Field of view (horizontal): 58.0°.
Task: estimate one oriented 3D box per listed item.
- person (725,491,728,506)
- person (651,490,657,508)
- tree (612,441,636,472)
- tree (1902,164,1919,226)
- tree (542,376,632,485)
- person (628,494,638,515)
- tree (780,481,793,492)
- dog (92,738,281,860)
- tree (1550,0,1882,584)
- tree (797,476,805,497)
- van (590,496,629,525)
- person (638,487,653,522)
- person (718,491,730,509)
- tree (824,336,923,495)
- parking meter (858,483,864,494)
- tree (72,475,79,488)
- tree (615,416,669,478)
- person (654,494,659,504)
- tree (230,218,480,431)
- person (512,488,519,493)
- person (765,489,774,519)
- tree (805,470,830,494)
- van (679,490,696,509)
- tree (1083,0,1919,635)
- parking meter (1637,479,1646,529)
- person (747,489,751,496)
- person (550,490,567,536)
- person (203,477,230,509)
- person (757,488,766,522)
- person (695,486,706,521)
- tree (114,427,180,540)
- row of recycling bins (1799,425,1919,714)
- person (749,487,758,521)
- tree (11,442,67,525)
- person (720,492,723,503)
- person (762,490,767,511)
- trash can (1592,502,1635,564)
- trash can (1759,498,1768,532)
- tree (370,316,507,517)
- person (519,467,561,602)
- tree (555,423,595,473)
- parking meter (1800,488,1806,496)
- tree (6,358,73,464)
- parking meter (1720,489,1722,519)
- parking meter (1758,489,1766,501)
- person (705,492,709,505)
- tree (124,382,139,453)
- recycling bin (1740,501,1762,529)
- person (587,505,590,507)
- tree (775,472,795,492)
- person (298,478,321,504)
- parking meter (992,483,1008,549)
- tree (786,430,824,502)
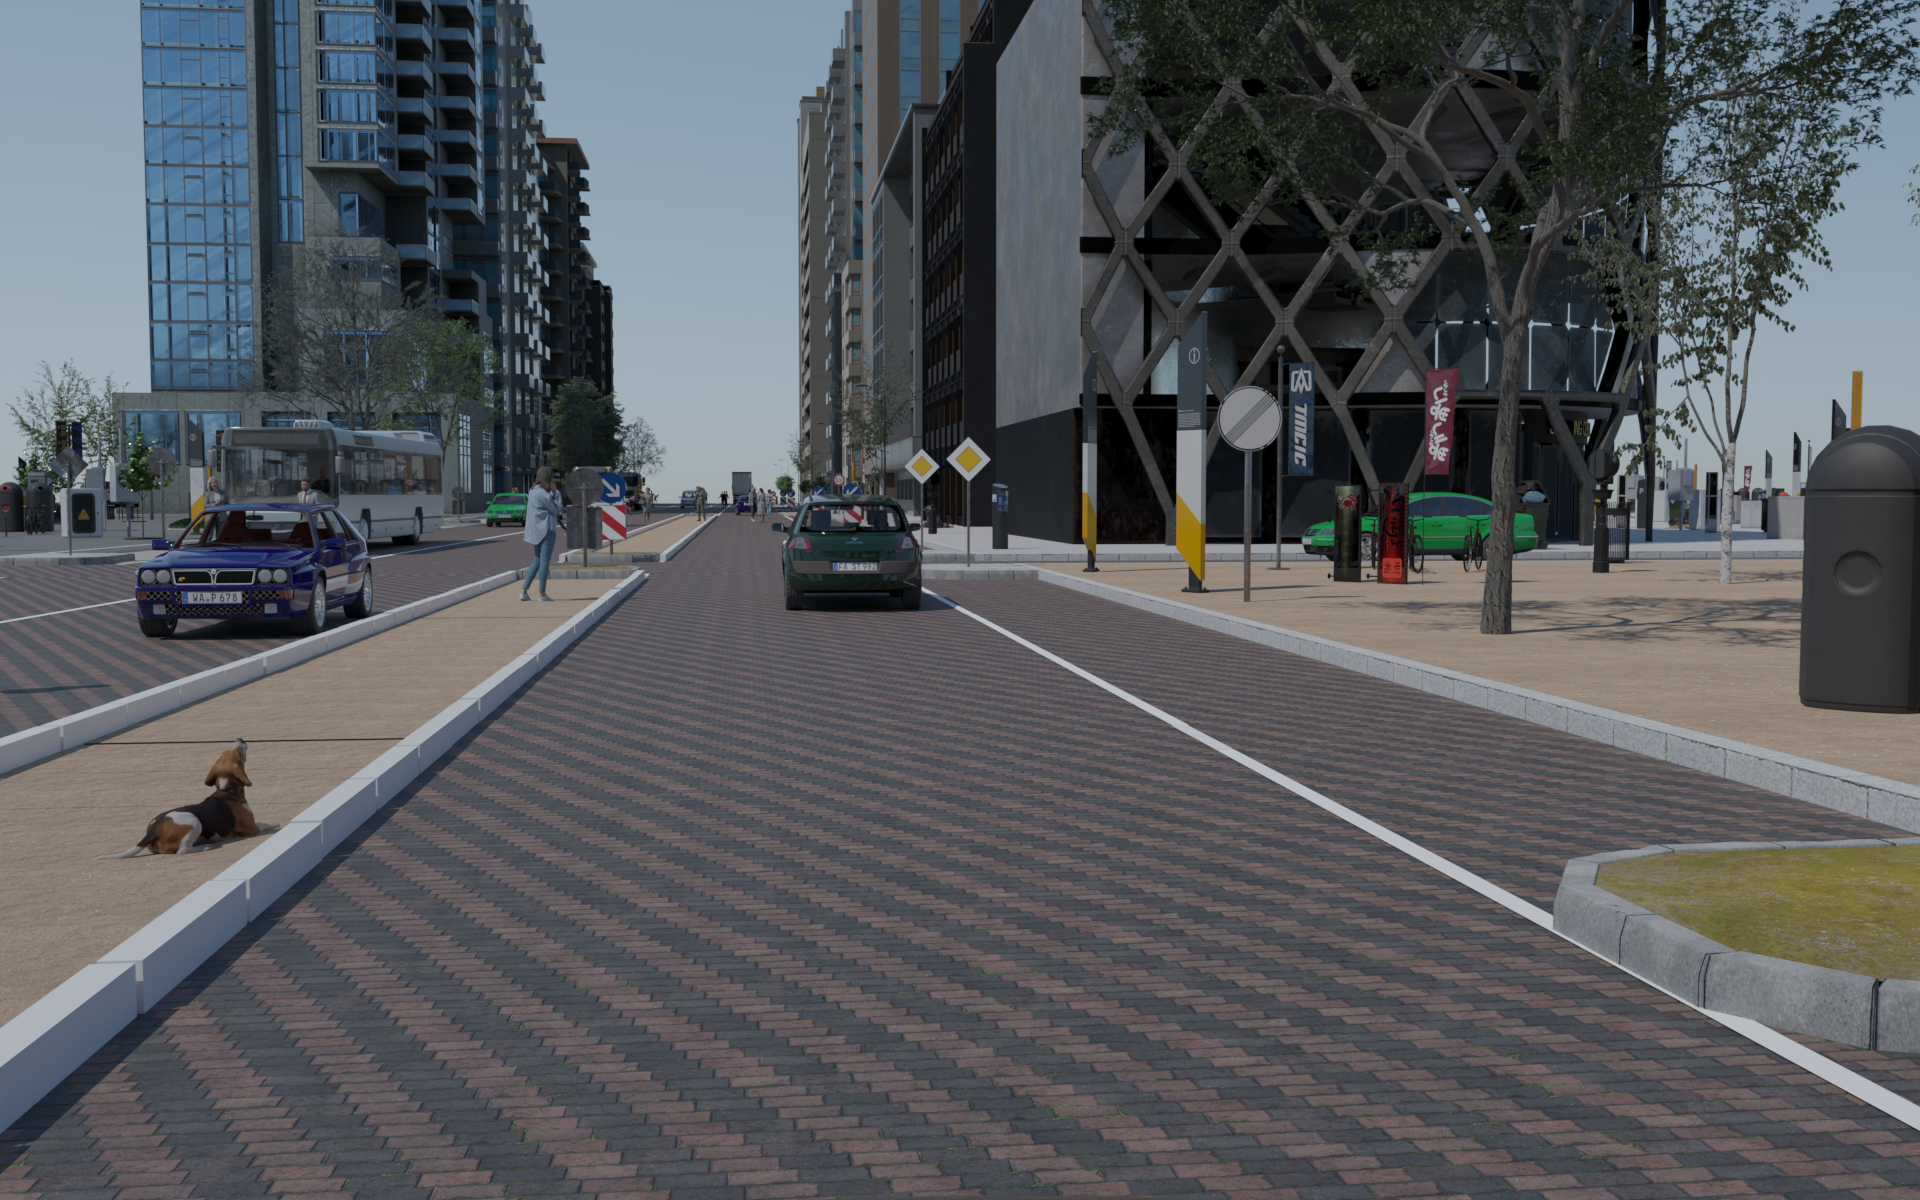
[{"bbox_3d":[-28.130,-12.226,208.332,0.705,1.831,1.348,-3,4,-36],"label":"person"},{"bbox_3d":[-32.385,-10.600,181.890,1.350,1.814,0.705,-1,4,-14],"label":"person"},{"bbox_3d":[-43.673,-16.567,221.227,4.737,8.622,4.395,0,3,0],"label":"tree"},{"bbox_3d":[15.548,-4.478,23.576,4.737,8.622,4.395,0,3,0],"label":"tree"},{"bbox_3d":[-39.838,-17.017,184.877,9.857,13.997,8.962,0,3,0],"label":"tree"},{"bbox_3d":[-22.614,-6.599,119.632,0.697,1.427,0.421,-1,4,-15],"label":"person"},{"bbox_3d":[-25.385,-15.712,251.489,1.663,3.219,1.824,0,3,0],"label":"tree"},{"bbox_3d":[-3.160,0.802,7.077,0.748,0.427,0.550,-2,4,-27],"label":"dog"},{"bbox_3d":[10.855,-4.546,24.687,4.360,8.622,3.978,0,3,0],"label":"tree"},{"bbox_3d":[-16.350,-11.547,183.387,1.663,3.219,1.824,0,3,0],"label":"tree"},{"bbox_3d":[-15.869,-4.333,77.853,2.013,2.044,4.112,-1,4,-9],"label":"van"},{"bbox_3d":[-15.984,-4.842,88.029,0.716,1.782,0.532,0,4,-6],"label":"person"},{"bbox_3d":[-22.499,-9.528,165.102,1.217,1.723,0.721,1,4,10],"label":"person"},{"bbox_3d":[-3.858,-7.909,79.667,4.360,8.622,3.978,0,3,0],"label":"tree"},{"bbox_3d":[-5.006,-4.943,86.535,0.399,1.863,0.255,0,4,5],"label":"parking meter"},{"bbox_3d":[-37.817,-4.794,72.987,1.663,3.219,1.824,0,3,0],"label":"tree"},{"bbox_3d":[-50.177,-21.890,268.273,12.009,13.543,11.850,0,3,0],"label":"tree"},{"bbox_3d":[-42.637,-14.174,243.437,0.799,1.438,0.628,-1,4,-9],"label":"person"},{"bbox_3d":[-26.857,-10.212,77.341,12.009,13.543,11.850,0,3,0],"label":"tree"},{"bbox_3d":[-26.945,-5.906,105.038,0.573,1.828,0.580,0,4,8],"label":"person"},{"bbox_3d":[-11.210,-5.641,101.574,0.563,1.720,0.643,2,4,24],"label":"person"},{"bbox_3d":[-11.145,-8.819,138.791,1.663,3.219,1.824,0,3,0],"label":"tree"},{"bbox_3d":[-26.620,-9.995,170.431,2.013,2.044,4.112,0,4,-6],"label":"van"},{"bbox_3d":[4.759,-4.948,15.310,8.767,10.594,7.601,2,4,25],"label":"tree"},{"bbox_3d":[25.178,-3.556,63.844,0.255,1.863,0.399,-2,4,-32],"label":"parking meter"},{"bbox_3d":[-16.534,-7.814,136.123,0.709,1.838,0.599,-3,4,-36],"label":"person"},{"bbox_3d":[-13.868,-3.129,59.501,0.661,1.843,0.795,3,5,44],"label":"person"},{"bbox_3d":[-15.943,-1.743,37.180,0.537,1.800,0.526,-2,4,-24],"label":"person"},{"bbox_3d":[-10.095,-4.821,87.889,0.480,1.755,0.524,-2,4,-32],"label":"person"},{"bbox_3d":[-13.521,-5.010,90.217,0.655,1.846,0.447,1,4,20],"label":"person"},{"bbox_3d":[-23.128,-3.312,48.759,1.663,3.219,1.824,0,3,0],"label":"tree"},{"bbox_3d":[6.148,-0.131,9.249,1.069,1.692,3.534,-2,4,-29],"label":"row of recycling bins"},{"bbox_3d":[-10.746,-5.016,90.690,0.709,1.800,0.728,-2,4,-29],"label":"person"},{"bbox_3d":[-34.578,-4.289,64.722,1.663,3.219,1.824,0,3,0],"label":"tree"},{"bbox_3d":[-36.882,-15.910,268.656,1.348,1.821,0.705,3,5,41],"label":"person"},{"bbox_3d":[-16.236,-8.255,143.914,0.683,1.767,0.568,-2,4,-31],"label":"person"},{"bbox_3d":[12.110,-1.253,32.143,0.748,1.137,0.748,0,3,0],"label":"trash can"},{"bbox_3d":[27.262,-2.847,58.201,0.748,1.137,0.748,0,3,0],"label":"trash can"},{"bbox_3d":[-29.436,-10.518,97.727,9.928,11.665,9.643,0,3,0],"label":"tree"},{"bbox_3d":[-5.579,-0.869,22.969,0.793,1.790,0.793,1,4,20],"label":"person"},{"bbox_3d":[-38.955,-13.810,176.147,4.360,8.622,3.978,0,3,0],"label":"tree"},{"bbox_3d":[32.960,-3.639,67.915,0.372,1.533,0.369,0,3,0],"label":"parking meter"},{"bbox_3d":[-48.262,-8.702,92.644,4.737,8.622,4.395,0,3,0],"label":"tree"},{"bbox_3d":[38.393,-4.827,87.336,0.372,1.533,0.369,0,3,0],"label":"parking meter"},{"bbox_3d":[41.194,-4.926,88.954,0.372,1.533,0.369,0,3,0],"label":"parking meter"},{"bbox_3d":[-34.789,-13.945,237.188,1.217,1.739,0.721,2,4,33],"label":"person"},{"bbox_3d":[-51.914,-9.441,104.730,4.737,8.622,4.395,0,3,0],"label":"tree"},{"bbox_3d":[29.683,-3.203,64.931,0.722,1.027,0.722,2,4,26],"label":"recycling bin"},{"bbox_3d":[-15.707,-3.926,72.706,0.654,1.822,0.581,0,4,-7],"label":"person"},{"bbox_3d":[-26.458,-17.038,262.286,4.285,4.588,4.351,0,3,0],"label":"tree"},{"bbox_3d":[-14.268,-1.785,37.953,0.678,1.792,0.850,1,4,13],"label":"person"},{"bbox_3d":[0.937,-1.950,40.296,0.372,1.533,0.369,0,3,0],"label":"parking meter"},{"bbox_3d":[-17.679,-15.005,195.691,4.360,8.622,3.978,0,3,0],"label":"tree"}]
